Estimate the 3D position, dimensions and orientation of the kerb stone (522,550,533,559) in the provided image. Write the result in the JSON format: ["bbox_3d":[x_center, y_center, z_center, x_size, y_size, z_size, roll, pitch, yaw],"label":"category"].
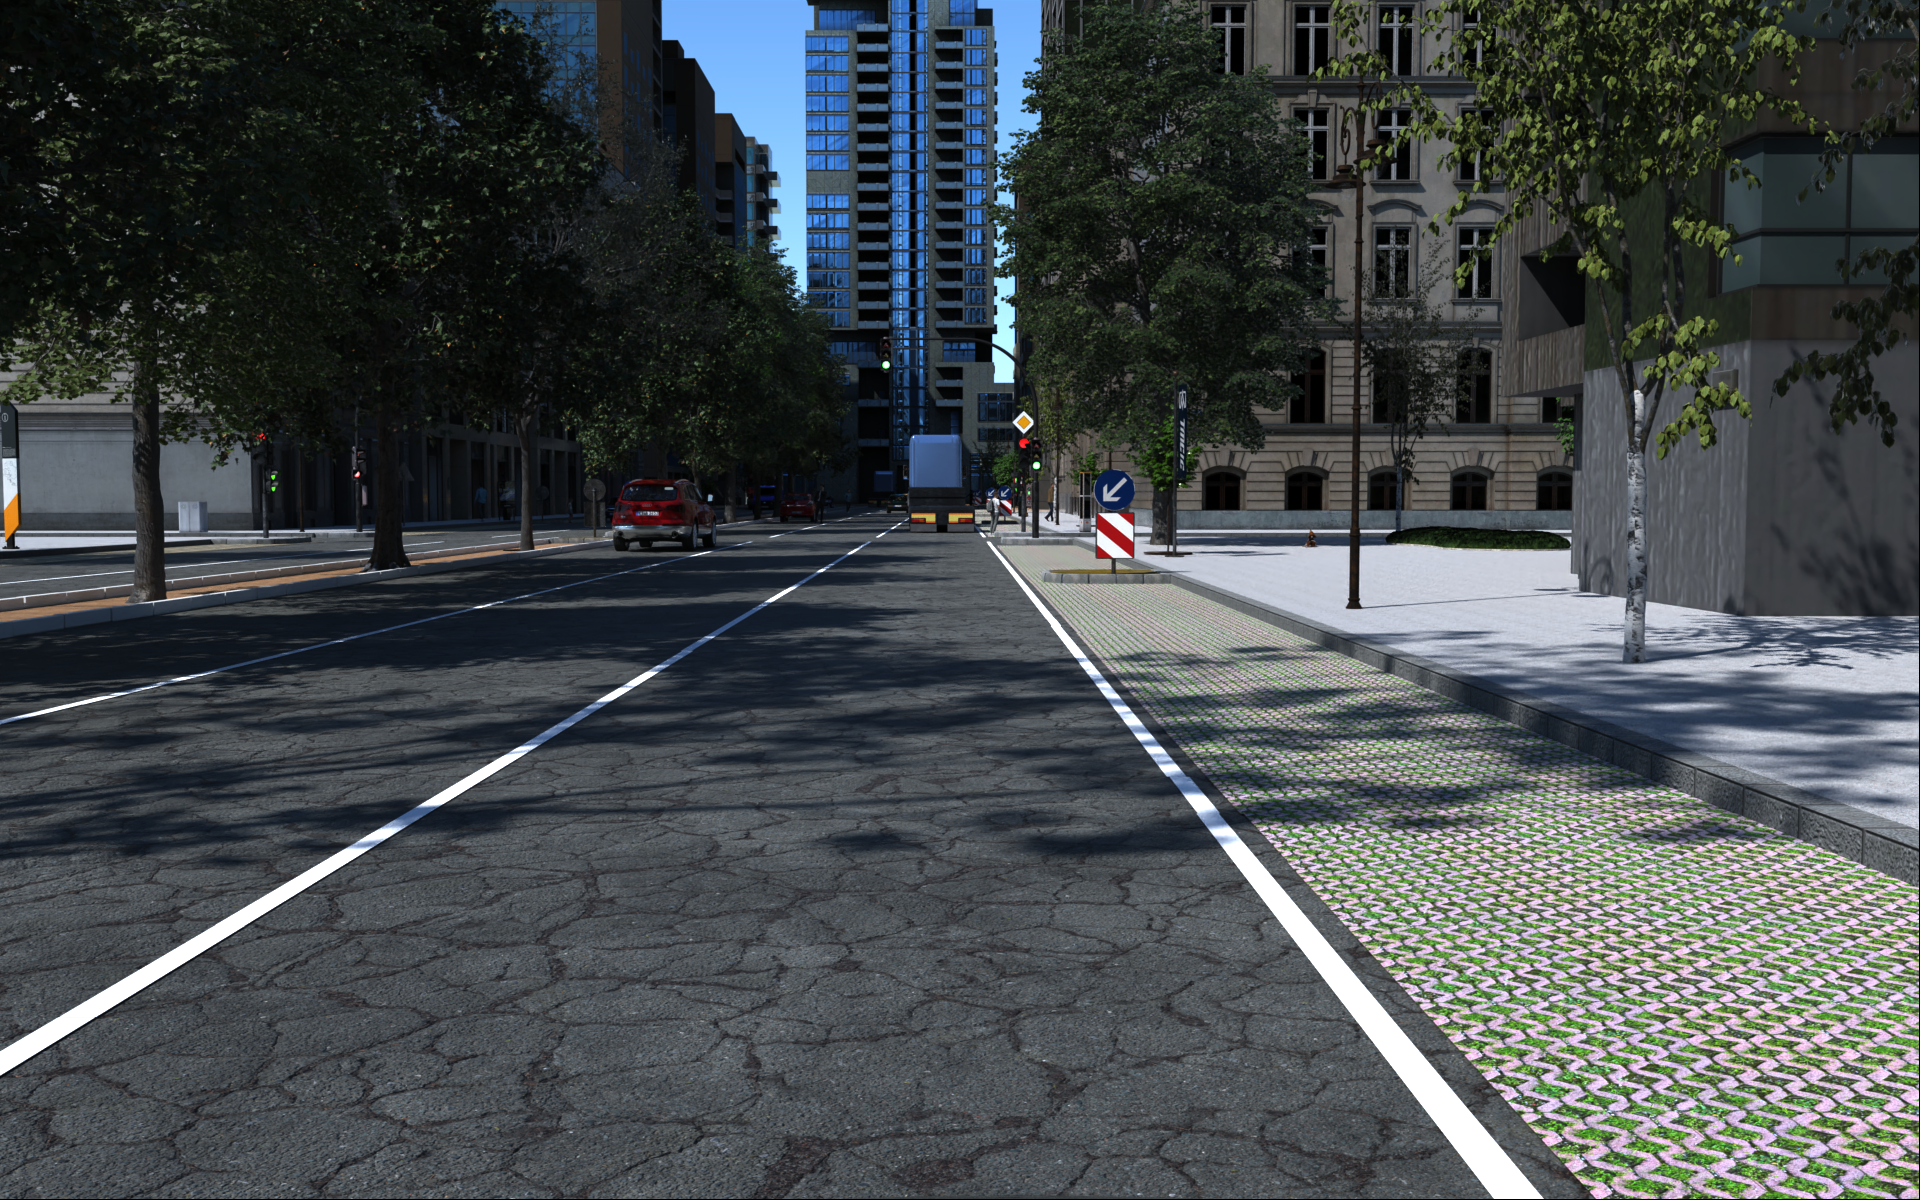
[{"bbox_3d":[-9.704,-0.991,38.419,0.120,0.150,1.000,0,4,0],"label":"kerb stone"}]

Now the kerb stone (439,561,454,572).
[{"bbox_3d":[-9.671,-0.616,32.270,0.120,0.150,1.000,0,4,0],"label":"kerb stone"}]

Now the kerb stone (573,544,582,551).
[{"bbox_3d":[-9.736,-1.305,43.535,0.120,0.150,1.000,0,4,0],"label":"kerb stone"}]

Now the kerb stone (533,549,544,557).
[{"bbox_3d":[-9.712,-1.055,39.441,0.120,0.150,1.000,0,4,0],"label":"kerb stone"}]

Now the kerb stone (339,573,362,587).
[{"bbox_3d":[-9.644,-0.303,27.154,0.120,0.150,1.000,0,4,0],"label":"kerb stone"}]

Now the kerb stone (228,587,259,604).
[{"bbox_3d":[-9.618,-0.052,23.046,0.120,0.150,1.000,0,4,0],"label":"kerb stone"}]

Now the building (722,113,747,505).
[{"bbox_3d":[-32.410,-33.631,199.970,14.200,45.320,14.600,0,4,0],"label":"building"}]

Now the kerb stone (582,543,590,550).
[{"bbox_3d":[-9.746,-1.368,44.570,0.120,0.150,1.000,0,4,0],"label":"kerb stone"}]

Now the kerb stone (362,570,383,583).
[{"bbox_3d":[-9.654,-0.363,28.176,0.120,0.150,1.000,0,4,0],"label":"kerb stone"}]

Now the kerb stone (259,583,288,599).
[{"bbox_3d":[-9.625,-0.115,24.077,0.120,0.150,1.000,0,4,0],"label":"kerb stone"}]

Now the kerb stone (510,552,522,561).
[{"bbox_3d":[-9.702,-0.930,37.397,0.120,0.150,1.000,0,4,0],"label":"kerb stone"}]

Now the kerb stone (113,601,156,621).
[{"bbox_3d":[-9.597,0.136,19.980,0.120,0.150,1.000,0,4,0],"label":"kerb stone"}]

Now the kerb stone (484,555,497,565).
[{"bbox_3d":[-9.693,-0.798,35.344,0.120,0.150,1.000,0,4,0],"label":"kerb stone"}]

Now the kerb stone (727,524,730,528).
[{"bbox_3d":[-9.914,-3.098,72.851,0.120,0.150,1.000,0,4,0],"label":"kerb stone"}]

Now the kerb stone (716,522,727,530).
[{"bbox_3d":[-9.911,-3.030,71.822,0.120,0.150,1.000,0,4,0],"label":"kerb stone"}]

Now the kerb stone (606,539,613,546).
[{"bbox_3d":[-9.761,-1.556,47.640,0.120,0.150,1.000,0,4,0],"label":"kerb stone"}]

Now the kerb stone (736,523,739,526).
[{"bbox_3d":[-9.936,-3.280,75.931,0.120,0.150,1.000,0,4,0],"label":"kerb stone"}]

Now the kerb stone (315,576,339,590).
[{"bbox_3d":[-9.641,-0.241,26.131,0.120,0.150,1.000,0,4,0],"label":"kerb stone"}]

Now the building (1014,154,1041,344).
[{"bbox_3d":[14.436,-35.219,225.937,14.200,45.320,14.600,0,4,0],"label":"building"}]

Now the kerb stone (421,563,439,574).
[{"bbox_3d":[-9.661,-0.549,31.248,0.120,0.150,1.000,0,4,0],"label":"kerb stone"}]

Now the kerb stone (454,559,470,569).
[{"bbox_3d":[-9.674,-0.679,33.292,0.120,0.150,1.000,0,4,0],"label":"kerb stone"}]

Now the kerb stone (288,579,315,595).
[{"bbox_3d":[-9.628,-0.178,25.106,0.120,0.150,1.000,0,4,0],"label":"kerb stone"}]

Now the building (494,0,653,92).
[{"bbox_3d":[-32.753,-29.956,139.898,14.600,45.320,14.200,0,4,0],"label":"building"}]

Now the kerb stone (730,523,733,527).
[{"bbox_3d":[-9.922,-3.158,73.879,0.120,0.150,1.000,0,4,0],"label":"kerb stone"}]

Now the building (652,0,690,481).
[{"bbox_3d":[-35.600,-43.927,156.464,20.563,71.187,20.611,0,4,0],"label":"building"}]

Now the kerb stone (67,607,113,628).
[{"bbox_3d":[-9.601,0.198,18.958,0.120,0.150,1.000,0,4,0],"label":"kerb stone"}]

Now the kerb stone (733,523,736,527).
[{"bbox_3d":[-9.934,-3.223,74.905,0.120,0.150,1.000,0,4,0],"label":"kerb stone"}]

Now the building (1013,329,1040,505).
[{"bbox_3d":[20.232,-21.281,192.991,27.650,21.520,28.899,0,4,0],"label":"building"}]

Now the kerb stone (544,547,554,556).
[{"bbox_3d":[-9.715,-1.118,40.469,0.120,0.150,1.000,0,4,0],"label":"kerb stone"}]

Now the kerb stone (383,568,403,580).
[{"bbox_3d":[-9.657,-0.425,29.200,0.120,0.150,1.000,0,4,0],"label":"kerb stone"}]

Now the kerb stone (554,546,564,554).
[{"bbox_3d":[-9.730,-1.180,41.491,0.120,0.150,1.000,0,4,0],"label":"kerb stone"}]

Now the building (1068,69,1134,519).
[{"bbox_3d":[12.638,-18.265,95.904,12.463,27.353,25.104,0,4,0],"label":"building"}]

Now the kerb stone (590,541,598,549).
[{"bbox_3d":[-9.748,-1.431,45.592,0.120,0.150,1.000,0,4,0],"label":"kerb stone"}]

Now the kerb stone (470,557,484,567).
[{"bbox_3d":[-9.682,-0.741,34.318,0.120,0.150,1.000,0,4,0],"label":"kerb stone"}]

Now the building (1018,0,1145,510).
[{"bbox_3d":[16.300,-44.556,166.742,20.563,71.187,20.611,0,4,0],"label":"building"}]

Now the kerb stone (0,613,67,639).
[{"bbox_3d":[-9.590,0.267,17.928,0.120,0.150,1.000,0,4,0],"label":"kerb stone"}]

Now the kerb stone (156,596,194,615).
[{"bbox_3d":[-9.603,0.074,21.002,0.120,0.150,1.000,0,4,0],"label":"kerb stone"}]

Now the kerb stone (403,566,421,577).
[{"bbox_3d":[-9.664,-0.489,30.226,0.120,0.150,1.000,0,4,0],"label":"kerb stone"}]

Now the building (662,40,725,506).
[{"bbox_3d":[-32.541,-32.138,175.561,14.600,45.320,14.200,0,4,0],"label":"building"}]

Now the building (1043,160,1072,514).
[{"bbox_3d":[13.137,-20.411,121.102,14.401,28.519,23.554,0,4,0],"label":"building"}]

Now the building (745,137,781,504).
[{"bbox_3d":[-38.917,-37.322,229.816,30.456,49.044,23.786,0,4,0],"label":"building"}]

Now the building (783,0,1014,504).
[{"bbox_3d":[-8.190,-56.038,228.893,31.000,86.520,22.319,0,4,0],"label":"building"}]

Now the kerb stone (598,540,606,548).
[{"bbox_3d":[-9.753,-1.493,46.614,0.120,0.150,1.000,0,4,0],"label":"kerb stone"}]

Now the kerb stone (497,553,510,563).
[{"bbox_3d":[-9.702,-0.865,36.372,0.120,0.150,1.000,0,4,0],"label":"kerb stone"}]

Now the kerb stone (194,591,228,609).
[{"bbox_3d":[-9.617,0.012,22.024,0.120,0.150,1.000,0,4,0],"label":"kerb stone"}]

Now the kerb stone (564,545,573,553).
[{"bbox_3d":[-9.726,-1.243,42.513,0.120,0.150,1.000,0,4,0],"label":"kerb stone"}]
